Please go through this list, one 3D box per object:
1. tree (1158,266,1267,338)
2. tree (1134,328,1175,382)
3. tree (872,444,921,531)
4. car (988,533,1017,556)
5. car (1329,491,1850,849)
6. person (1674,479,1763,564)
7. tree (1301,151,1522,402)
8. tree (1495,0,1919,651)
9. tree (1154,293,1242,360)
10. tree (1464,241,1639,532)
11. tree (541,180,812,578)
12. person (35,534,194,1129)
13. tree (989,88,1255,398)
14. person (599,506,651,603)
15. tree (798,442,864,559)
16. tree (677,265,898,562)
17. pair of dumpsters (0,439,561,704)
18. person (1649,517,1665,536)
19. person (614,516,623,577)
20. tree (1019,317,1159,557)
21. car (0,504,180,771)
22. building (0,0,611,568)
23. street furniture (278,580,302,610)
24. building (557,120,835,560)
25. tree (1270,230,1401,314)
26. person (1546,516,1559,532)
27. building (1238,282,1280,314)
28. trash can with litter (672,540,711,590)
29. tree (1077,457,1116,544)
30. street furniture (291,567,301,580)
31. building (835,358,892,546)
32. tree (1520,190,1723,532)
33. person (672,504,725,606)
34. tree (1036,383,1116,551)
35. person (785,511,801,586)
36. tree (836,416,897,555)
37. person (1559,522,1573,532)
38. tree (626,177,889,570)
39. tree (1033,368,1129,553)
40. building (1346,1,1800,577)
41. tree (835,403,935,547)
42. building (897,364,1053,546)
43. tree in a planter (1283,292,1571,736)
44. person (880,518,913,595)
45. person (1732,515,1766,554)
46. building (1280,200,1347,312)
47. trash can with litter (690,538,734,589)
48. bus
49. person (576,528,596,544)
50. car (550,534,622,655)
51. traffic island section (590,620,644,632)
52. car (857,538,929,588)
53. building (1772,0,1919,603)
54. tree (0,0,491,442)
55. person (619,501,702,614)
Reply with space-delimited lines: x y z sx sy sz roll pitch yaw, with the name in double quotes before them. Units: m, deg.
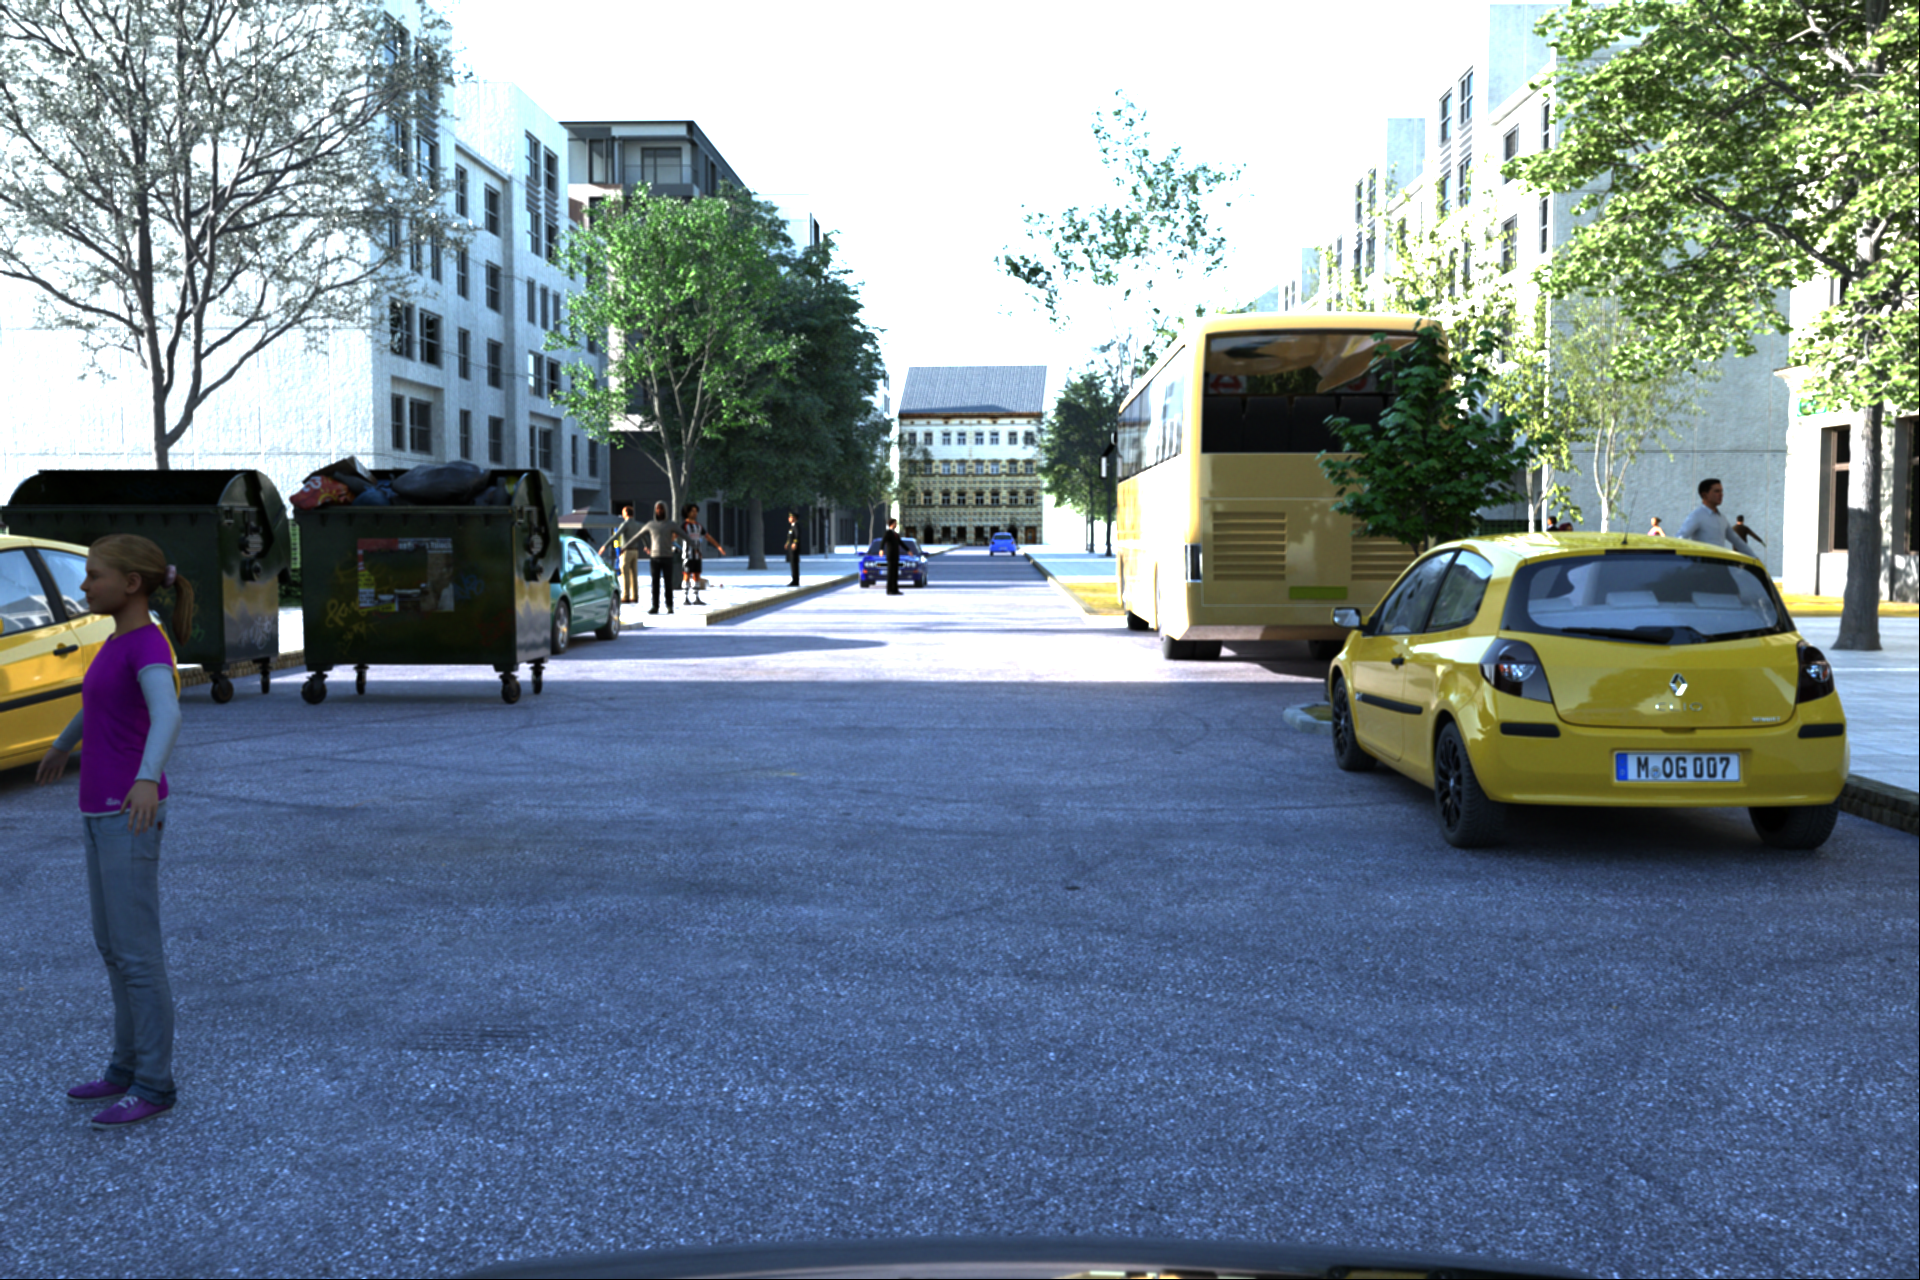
"tree" 7.105 -6.013 48.668 4.737 8.622 4.395 0 3 0
"tree" 7.585 -6.890 63.018 4.360 8.622 3.978 0 3 0
"tree" -5.714 -11.142 132.534 4.360 8.622 3.978 0 3 0
"car" 2.815 -6.424 114.623 1.945 1.707 3.694 0 4 1
"car" 3.115 0.056 9.316 2.015 1.641 3.980 0 4 1
"person" 7.215 -0.641 16.634 1.344 1.810 0.704 -2 4 -29
"tree" 8.633 -5.027 32.546 4.737 8.622 4.395 0 3 0
"tree" 10.037 -6.187 19.281 7.486 12.596 7.792 0 3 0
"tree" 7.753 -6.344 54.089 4.737 8.622 4.395 0 3 0
"tree" 14.731 -5.709 43.705 4.737 8.622 4.395 0 3 0
"tree" -8.198 -7.622 50.381 9.928 11.665 9.643 0 3 0
"person" -2.117 0.456 4.267 0.599 1.433 0.991 -3 4 -39
"tree" 6.941 -13.506 76.717 12.611 20.169 13.585 0 3 0
"person" -6.173 -1.586 32.208 0.705 1.796 1.348 2 4 31
"tree" -6.967 -8.515 89.586 4.360 8.622 3.978 0 3 0
"tree" -7.712 -10.503 78.379 9.857 13.997 8.962 0 3 0
"pair of dumpsters" -5.814 -0.615 15.004 4.436 2.255 1.574 0 4 2
"person" 18.611 -2.432 46.560 0.721 1.733 1.217 -1 4 -13
"person" -10.126 -2.805 51.824 0.705 1.833 1.349 0 4 4
"tree" 8.551 -11.448 97.552 12.009 13.543 11.850 0 3 0
"car" -5.928 0.043 9.513 2.015 1.641 3.980 0 4 1
"building" -25.759 -12.336 68.146 16.747 18.905 31.486 0 4 2
"street furniture" -11.736 -1.067 33.077 5.734 0.657 10.072 -2 4 -26
"building" -23.051 -15.807 102.422 27.936 21.610 32.646 0 4 2
"tree" 9.302 -5.629 42.400 4.360 8.622 3.978 0 3 0
"person" 15.094 -2.305 44.408 1.216 1.740 0.721 -2 4 -34
"building" 28.378 -19.396 148.049 19.493 23.208 18.063 0 4 2
"trash can with litter" -6.247 -1.736 39.775 1.055 1.170 0.624 0 4 2
"tree" 18.923 -19.184 220.315 9.857 13.997 8.962 0 3 0
"street furniture" -14.441 -1.835 45.621 5.734 0.657 10.072 0 4 7
"building" -22.973 -21.749 199.563 27.936 21.610 32.646 0 4 2
"tree" 14.004 -5.365 38.081 4.360 8.622 3.978 0 3 0
"person" -4.808 -1.530 31.154 0.704 1.843 1.345 3 5 43
"tree" 9.140 -12.953 129.904 7.486 12.596 7.792 0 3 0
"person" -4.108 -2.248 42.695 0.705 1.837 1.347 -1 4 -13
"tree" -6.127 -9.509 105.834 4.737 8.622 4.395 0 3 0
"person" 8.188 -0.862 23.302 0.989 1.438 0.599 -2 4 -32
"tree" -7.351 -9.517 62.252 9.857 13.997 8.962 0 3 0
"tree" 8.838 -12.277 118.850 7.486 12.596 7.792 0 3 0
"building" 26.185 -12.224 66.313 16.747 18.905 31.486 0 4 2
"tree" -6.315 -11.612 124.265 8.767 10.594 7.601 -2 4 -25
"building" 2.329 -23.863 223.548 18.063 23.208 19.493 0 4 7
"tree in a planter" 3.472 -0.957 12.865 1.991 3.239 1.994 0 4 2
"person" -1.553 -1.965 40.767 0.705 1.806 1.347 2 4 30
"person" 21.976 -2.608 48.786 1.346 1.812 0.704 3 5 43
"building" 29.037 -14.242 99.314 16.747 18.905 31.486 0 4 2
"trash can with litter" -6.182 -1.877 41.746 1.678 1.210 2.233 0 4 1
"bus" 3.582 -1.896 22.550 2.896 3.916 12.252 0 4 2
"person" -13.438 -3.410 61.947 0.705 1.806 1.347 1 4 18
"car" -5.602 -0.632 22.130 2.131 1.459 4.920 0 4 1
"traffic island section" -5.895 -0.212 26.337 1.991 0.108 1.994 0 4 2
"car" -1.799 -2.130 47.406 1.945 1.354 3.894 0 4 1
"building" 25.259 -14.603 15.182 17.030 29.872 44.131 0 4 1
"tree" -11.735 -7.038 25.440 12.009 13.543 11.850 0 3 0
"person" -4.804 -1.329 27.853 1.348 1.813 0.705 0 4 3
